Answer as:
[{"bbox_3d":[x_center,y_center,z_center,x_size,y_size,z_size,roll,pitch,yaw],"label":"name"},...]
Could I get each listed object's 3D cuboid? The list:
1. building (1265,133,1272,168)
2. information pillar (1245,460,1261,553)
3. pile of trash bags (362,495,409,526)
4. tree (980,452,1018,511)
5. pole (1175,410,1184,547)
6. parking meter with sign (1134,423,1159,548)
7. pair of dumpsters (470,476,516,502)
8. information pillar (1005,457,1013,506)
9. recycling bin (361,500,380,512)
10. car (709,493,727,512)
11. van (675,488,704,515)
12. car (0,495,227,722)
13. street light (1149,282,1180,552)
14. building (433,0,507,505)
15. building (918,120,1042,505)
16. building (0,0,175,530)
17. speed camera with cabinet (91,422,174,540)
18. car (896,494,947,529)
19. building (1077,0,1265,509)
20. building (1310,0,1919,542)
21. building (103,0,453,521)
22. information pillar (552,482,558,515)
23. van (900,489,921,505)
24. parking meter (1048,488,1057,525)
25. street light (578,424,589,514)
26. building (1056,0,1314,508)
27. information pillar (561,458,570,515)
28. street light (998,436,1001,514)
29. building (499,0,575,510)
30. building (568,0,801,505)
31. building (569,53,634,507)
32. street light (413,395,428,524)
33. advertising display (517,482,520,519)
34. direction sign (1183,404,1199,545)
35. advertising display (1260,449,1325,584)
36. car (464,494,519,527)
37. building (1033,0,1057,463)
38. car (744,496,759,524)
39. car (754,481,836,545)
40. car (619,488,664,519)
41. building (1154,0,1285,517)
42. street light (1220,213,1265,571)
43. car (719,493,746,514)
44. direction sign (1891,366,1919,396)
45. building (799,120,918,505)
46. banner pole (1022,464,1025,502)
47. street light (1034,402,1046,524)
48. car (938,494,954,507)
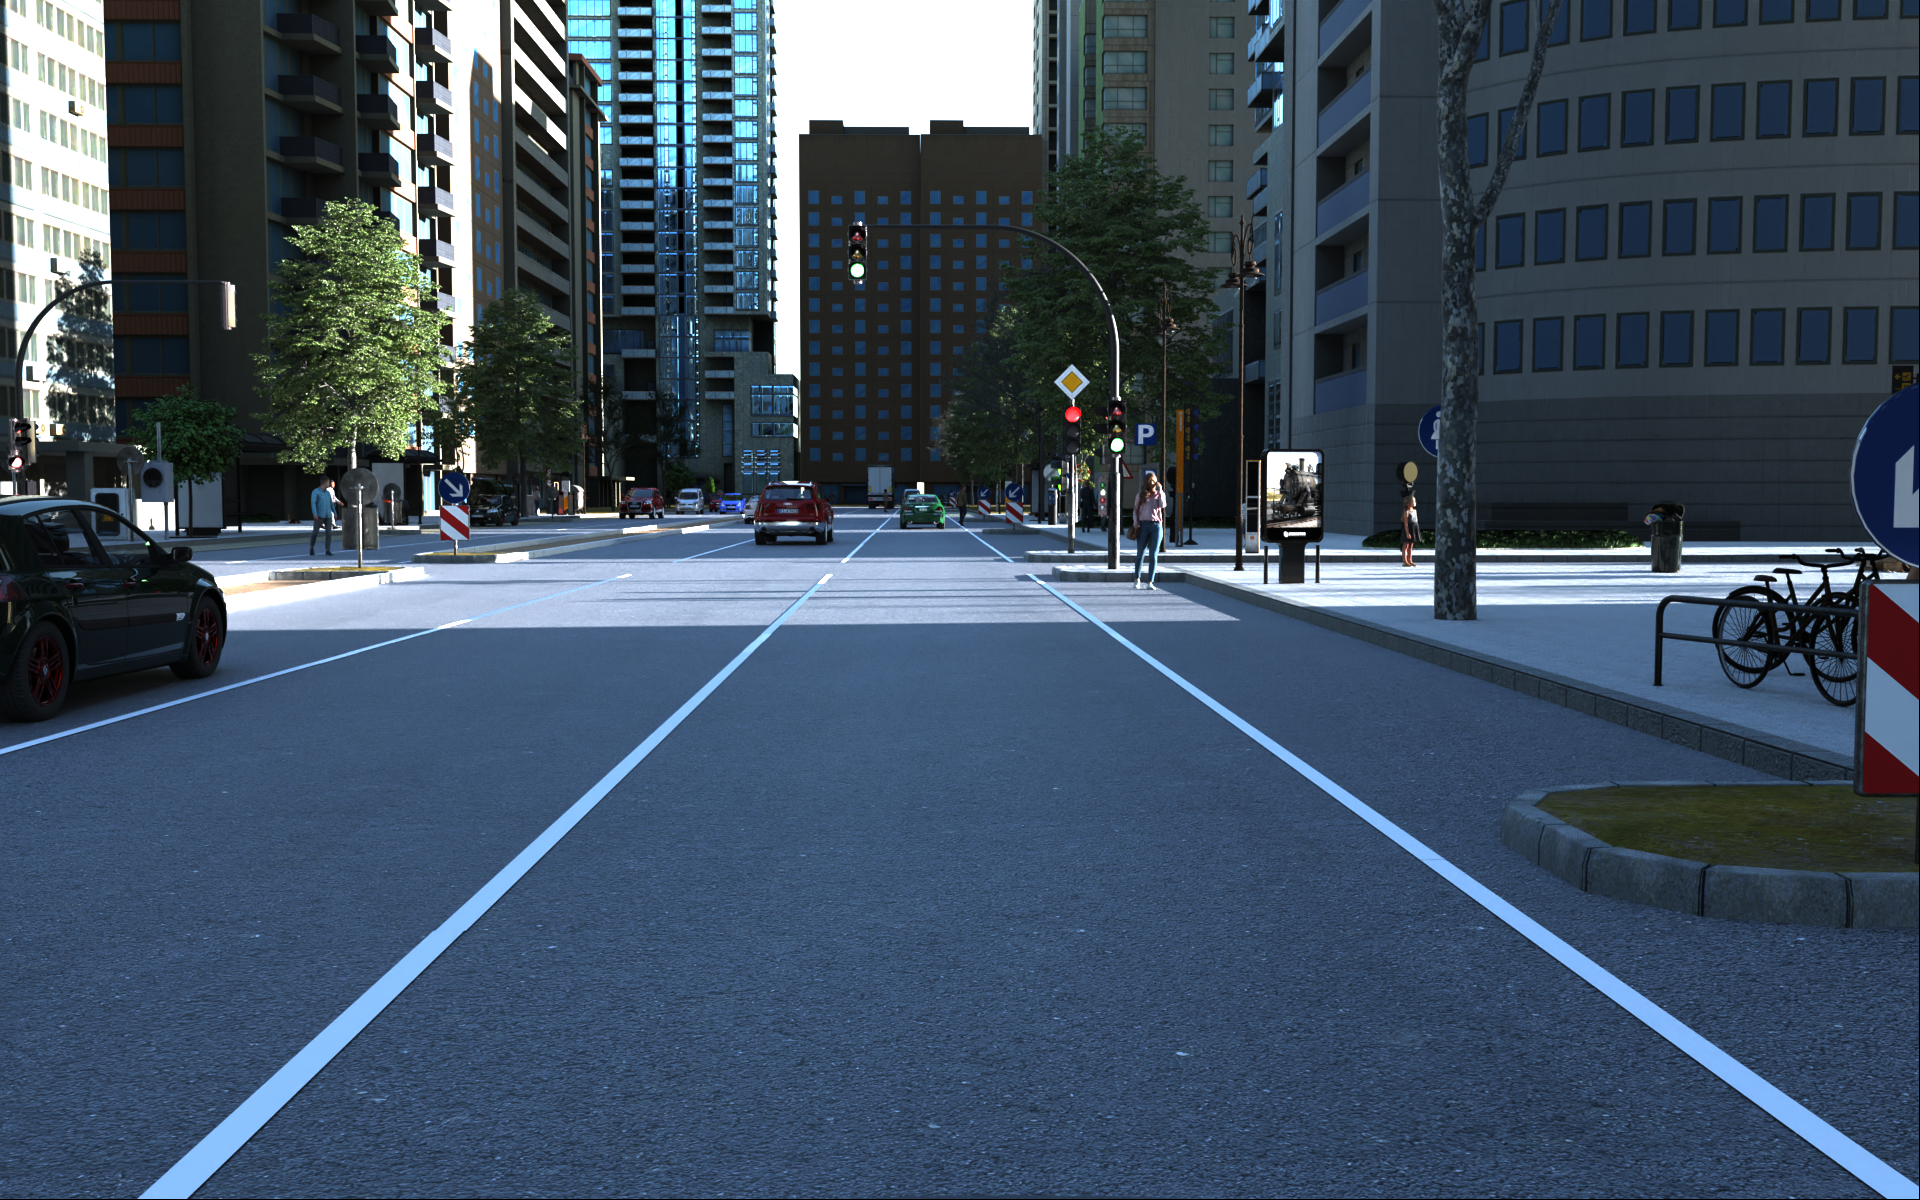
[{"bbox_3d":[17.044,-27.355,130.845,14.154,41.232,14.086,0,4,-1],"label":"building"},{"bbox_3d":[6.343,-2.019,37.510,0.304,2.012,0.304,1,4,12],"label":"information pillar"},{"bbox_3d":[-23.382,-3.713,70.456,1.912,1.369,3.447,-2,4,-24],"label":"pile of trash bags"},{"bbox_3d":[2.996,-9.232,134.661,4.285,4.588,4.351,0,3,0],"label":"tree"},{"bbox_3d":[5.316,-2.941,41.934,0.158,3.312,0.155,0,3,0],"label":"pole"},{"bbox_3d":[4.548,-2.793,41.928,0.543,3.016,1.738,0,4,2],"label":"parking meter with sign"},{"bbox_3d":[-24.164,-5.310,89.308,1.574,2.255,4.437,0,4,-2],"label":"pair of dumpsters"},{"bbox_3d":[3.120,-7.266,110.155,0.504,3.616,0.183,1,4,17],"label":"information pillar"},{"bbox_3d":[-25.000,-3.704,73.114,0.722,1.027,0.722,2,4,29],"label":"recycling bin"},{"bbox_3d":[-19.056,-7.964,139.244,2.155,1.783,4.494,0,3,0],"label":"car"},{"bbox_3d":[-19.120,-7.068,122.578,2.013,2.044,4.112,0,4,-2],"label":"van"},{"bbox_3d":[-6.665,-0.151,12.258,2.009,1.686,4.222,0,4,-2],"label":"car"},{"bbox_3d":[4.462,-3.987,37.974,0.468,5.910,1.993,0,4,-1],"label":"street light"},{"bbox_3d":[-39.817,-28.621,118.065,14.600,45.320,14.200,0,4,-1],"label":"building"},{"bbox_3d":[2.309,-34.289,210.731,14.200,45.320,14.600,0,4,-1],"label":"building"},{"bbox_3d":[-45.075,-22.556,60.674,32.217,40.220,23.993,0,4,-1],"label":"building"},{"bbox_3d":[-22.819,-3.265,47.727,2.038,3.252,0.660,0,4,-2],"label":"speed camera with cabinet"},{"bbox_3d":[-1.590,-3.696,72.232,2.131,1.459,4.920,0,4,-3],"label":"car"},{"bbox_3d":[16.761,-28.252,145.509,14.154,41.232,14.086,0,4,-1],"label":"building"},{"bbox_3d":[26.238,-31.367,54.848,28.212,58.520,21.231,0,4,-1],"label":"building"},{"bbox_3d":[-40.753,-26.936,95.022,22.147,44.769,28.867,0,4,-1],"label":"building"},{"bbox_3d":[-25.045,-6.276,107.110,0.304,2.012,0.304,3,4,39],"label":"information pillar"},{"bbox_3d":[-3.951,-8.311,142.894,2.013,2.044,4.112,0,4,-2],"label":"van"},{"bbox_3d":[3.830,-3.864,71.589,0.372,1.533,0.369,0,3,0],"label":"parking meter"},{"bbox_3d":[-23.842,-8.384,109.860,0.468,5.910,1.993,0,4,-1],"label":"street light"},{"bbox_3d":[19.780,-38.177,166.199,21.231,58.520,28.212,0,4,-1],"label":"building"},{"bbox_3d":[-24.299,-7.053,106.671,0.504,3.616,0.183,0,4,-5],"label":"information pillar"},{"bbox_3d":[2.553,-8.482,111.464,0.468,5.910,1.993,0,4,-1],"label":"street light"},{"bbox_3d":[-43.296,-31.320,135.786,21.300,48.544,21.600,0,4,-1],"label":"building"},{"bbox_3d":[-35.494,-55.025,212.333,31.000,86.520,22.319,0,4,-1],"label":"building"},{"bbox_3d":[-47.995,-31.384,167.748,28.867,44.769,22.147,0,4,-1],"label":"building"},{"bbox_3d":[-22.952,-6.157,73.452,0.468,5.910,1.993,0,4,-1],"label":"street light"},{"bbox_3d":[-23.132,-5.233,90.765,0.123,1.923,0.974,-1,4,-14],"label":"advertising display"},{"bbox_3d":[5.838,-3.167,43.774,0.379,3.537,0.876,2,4,30],"label":"direction sign"},{"bbox_3d":[4.756,-1.197,24.785,0.974,1.923,0.123,-1,4,-20],"label":"advertising display"},{"bbox_3d":[-20.920,-4.117,77.094,2.009,1.686,4.222,0,4,0],"label":"car"},{"bbox_3d":[19.761,-47.388,213.041,20.611,71.187,20.563,0,4,-1],"label":"building"},{"bbox_3d":[-9.425,-4.409,84.445,2.083,1.381,4.827,0,4,0],"label":"car"},{"bbox_3d":[-4.801,-2.559,50.507,2.281,1.827,5.304,0,4,-1],"label":"car"},{"bbox_3d":[-18.576,-5.659,101.199,2.281,1.827,5.304,0,4,-1],"label":"car"},{"bbox_3d":[23.517,-47.496,89.239,22.319,86.520,31.000,0,4,-1],"label":"building"},{"bbox_3d":[4.672,-3.428,28.835,0.468,5.910,1.993,0,4,-1],"label":"street light"},{"bbox_3d":[-16.274,-7.004,124.109,1.945,1.707,3.694,0,4,-3],"label":"car"},{"bbox_3d":[16.874,-2.360,30.585,0.876,3.537,0.379,0,4,6],"label":"direction sign"},{"bbox_3d":[-11.928,-34.287,210.700,14.200,45.320,14.600,0,4,-1],"label":"building"},{"bbox_3d":[4.026,-7.365,110.441,0.401,3.779,0.863,-1,4,-10],"label":"banner pole"},{"bbox_3d":[3.450,-6.255,75.056,0.468,5.910,1.993,0,4,-1],"label":"street light"},{"bbox_3d":[-1.454,-10.507,181.572,2.009,1.686,4.222,0,4,0],"label":"car"}]
